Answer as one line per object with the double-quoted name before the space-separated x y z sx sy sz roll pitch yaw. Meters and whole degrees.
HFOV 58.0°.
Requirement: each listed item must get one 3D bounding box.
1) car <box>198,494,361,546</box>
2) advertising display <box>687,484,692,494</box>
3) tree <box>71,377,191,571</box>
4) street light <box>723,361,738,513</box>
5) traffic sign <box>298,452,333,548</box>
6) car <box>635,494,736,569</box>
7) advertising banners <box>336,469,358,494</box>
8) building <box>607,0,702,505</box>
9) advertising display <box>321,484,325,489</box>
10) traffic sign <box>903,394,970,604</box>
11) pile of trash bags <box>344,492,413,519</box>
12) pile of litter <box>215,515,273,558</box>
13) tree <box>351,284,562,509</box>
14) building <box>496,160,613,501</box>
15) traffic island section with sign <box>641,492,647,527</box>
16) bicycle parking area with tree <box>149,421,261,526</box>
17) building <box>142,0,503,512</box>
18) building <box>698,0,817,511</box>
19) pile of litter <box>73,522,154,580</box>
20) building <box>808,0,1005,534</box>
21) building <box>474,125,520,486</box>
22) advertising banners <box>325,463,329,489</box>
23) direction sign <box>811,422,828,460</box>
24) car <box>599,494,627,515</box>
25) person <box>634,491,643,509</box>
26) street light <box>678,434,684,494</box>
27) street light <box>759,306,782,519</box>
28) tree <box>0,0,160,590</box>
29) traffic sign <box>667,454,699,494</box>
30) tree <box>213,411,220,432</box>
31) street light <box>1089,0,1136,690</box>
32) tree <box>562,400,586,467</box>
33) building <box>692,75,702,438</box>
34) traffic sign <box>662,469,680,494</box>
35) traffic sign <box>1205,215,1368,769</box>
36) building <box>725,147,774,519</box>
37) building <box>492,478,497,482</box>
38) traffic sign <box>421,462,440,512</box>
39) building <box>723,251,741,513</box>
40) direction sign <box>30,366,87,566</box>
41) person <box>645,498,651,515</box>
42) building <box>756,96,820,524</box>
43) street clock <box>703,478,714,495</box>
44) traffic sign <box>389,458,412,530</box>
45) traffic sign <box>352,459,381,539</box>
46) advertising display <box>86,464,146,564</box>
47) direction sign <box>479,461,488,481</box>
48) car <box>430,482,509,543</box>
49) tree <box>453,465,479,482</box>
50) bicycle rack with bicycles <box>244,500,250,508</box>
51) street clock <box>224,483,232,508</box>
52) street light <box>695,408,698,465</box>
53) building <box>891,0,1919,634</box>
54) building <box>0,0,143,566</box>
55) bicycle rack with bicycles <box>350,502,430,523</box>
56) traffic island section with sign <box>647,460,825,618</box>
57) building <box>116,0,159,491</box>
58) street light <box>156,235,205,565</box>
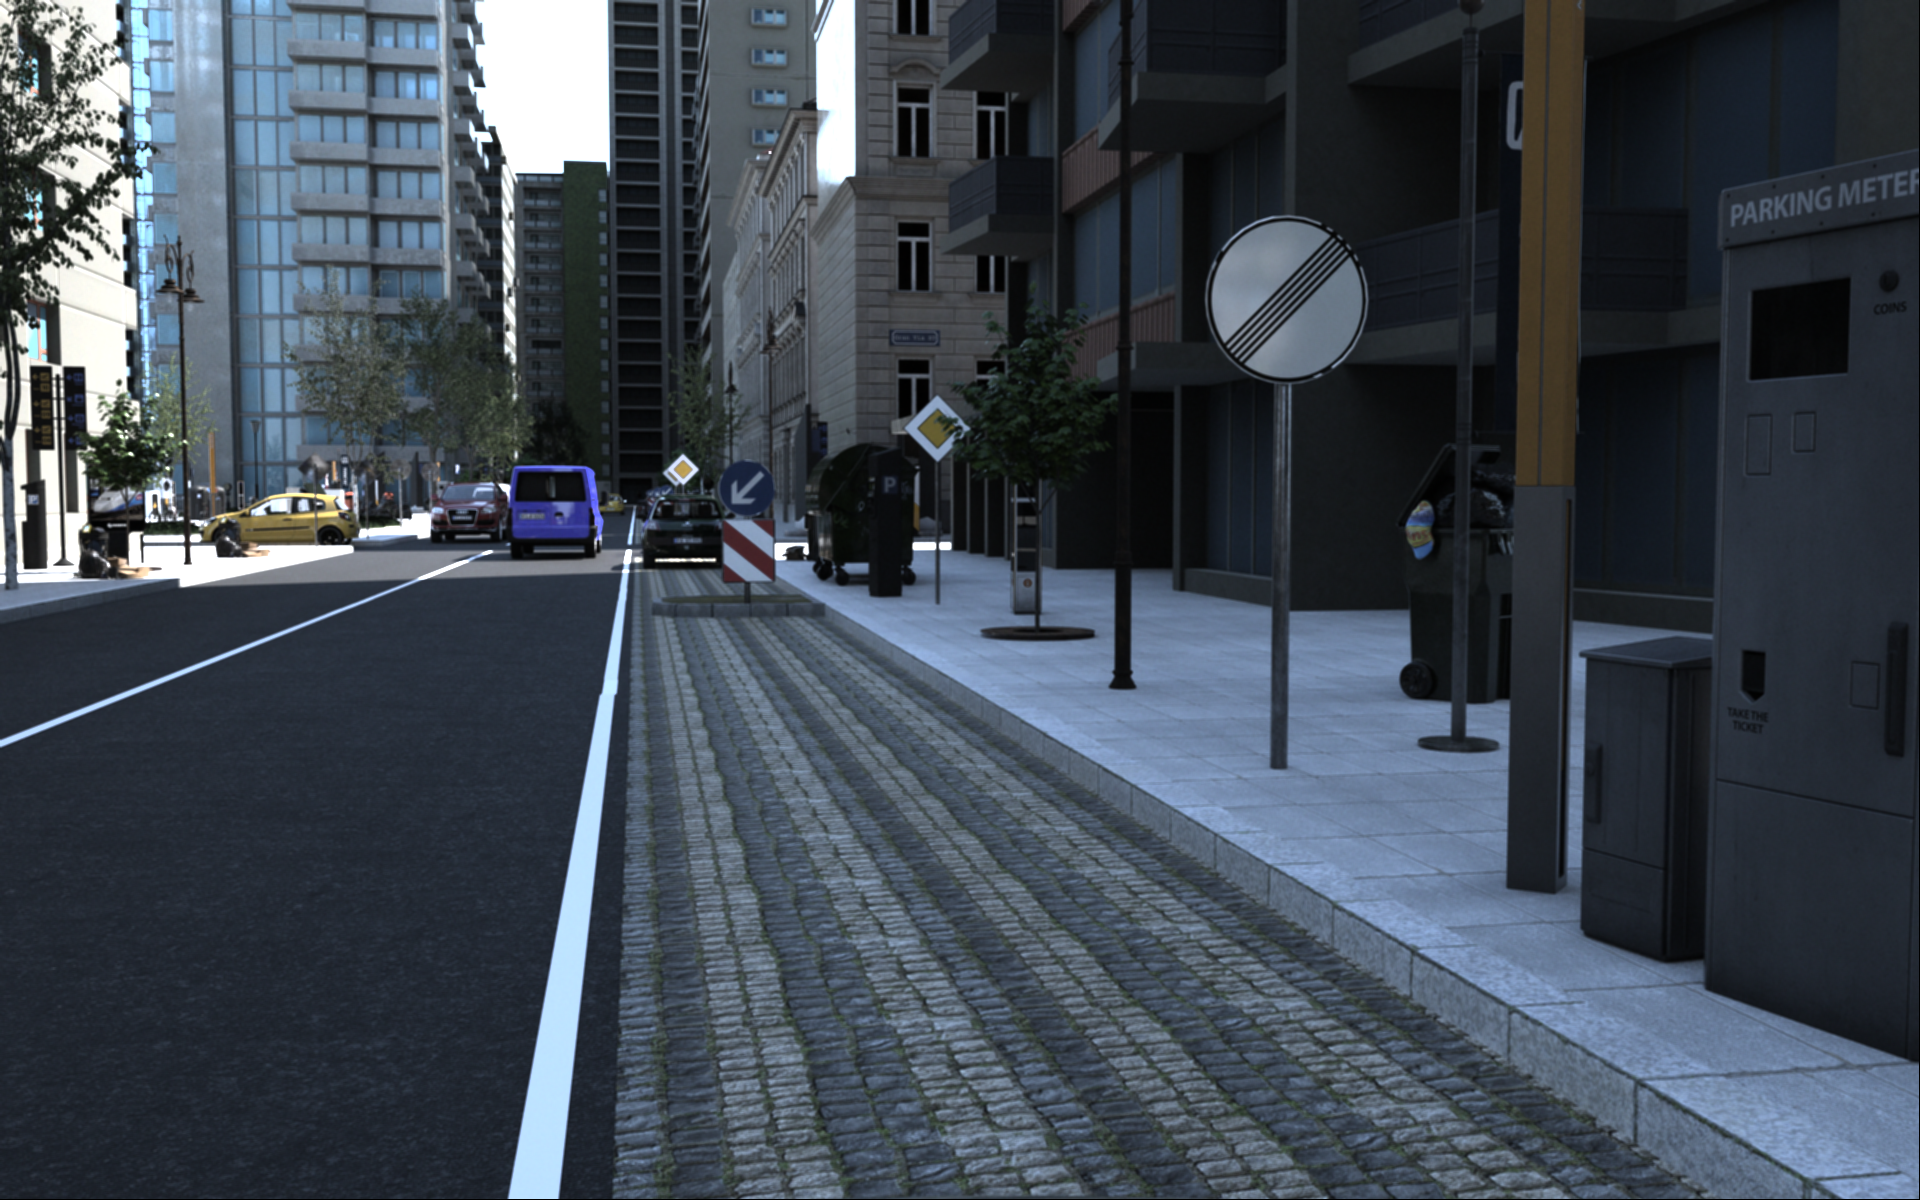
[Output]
"car" -17.982 -2.176 45.808 3.980 1.641 2.015 -1 4 -10
"advertising display" -15.698 -5.949 102.478 0.974 1.923 0.123 1 4 17
"tree" -14.010 -2.100 28.943 1.663 3.219 1.824 0 3 0
"street light" -7.952 -5.343 60.142 0.468 5.910 1.993 -1 4 -11
"traffic sign" -15.332 -2.298 41.219 0.795 2.450 0.064 -1 4 -11
"car" -5.466 -1.516 34.575 2.009 1.686 4.222 -1 4 -10
"advertising banners" -42.775 -7.598 120.413 2.074 3.025 0.090 1 4 19
"building" -33.699 -47.754 219.021 20.611 71.187 20.563 -1 4 -11
"advertising display" -41.411 -6.516 111.751 0.974 1.923 0.123 -3 4 -36
"traffic sign" -0.263 -1.156 20.085 0.795 2.450 0.064 0 4 -5
"pile of trash bags" -29.934 -4.826 88.655 1.912 1.369 3.447 3 5 43
"pile of litter" -14.655 -1.311 35.393 1.176 0.858 1.719 0 4 -4
"tree" -23.990 -8.777 77.918 8.767 10.594 7.601 3 4 36
"building" -50.261 -32.448 214.126 14.086 41.232 14.154 -1 4 -11
"traffic island section with sign" -13.015 -4.130 76.147 1.989 1.847 2.006 -1 4 -11
"bicycle parking area with tree" -30.163 -4.932 67.646 8.231 4.147 9.016 1 4 14
"building" -48.661 -31.481 134.326 23.786 49.044 30.456 -1 4 -11
"building" -10.495 -31.832 144.151 21.300 48.544 21.600 -1 4 -11
"pile of litter" -13.092 -0.780 26.720 1.176 0.858 1.719 -1 4 -17
"building" 7.546 -16.177 61.750 25.104 27.353 12.463 -1 4 -11
"building" -57.515 -29.608 175.976 23.993 40.220 32.217 -1 4 -11
"advertising banners" -35.772 -6.170 97.069 0.090 3.025 2.074 0 4 2
"direction sign" -4.548 -3.801 54.151 0.876 3.537 0.379 -2 4 -27
"car" -23.760 -6.598 118.093 2.015 1.641 3.980 -1 4 -9
"person" -31.899 -9.945 171.928 0.721 1.723 1.217 2 4 35
"street light" -19.936 -9.244 123.932 0.468 5.910 1.993 -1 4 -11
"street light" -4.671 -4.281 42.775 0.468 5.910 1.993 -1 4 -11
"tree" -12.972 -4.439 22.936 4.737 8.622 4.395 0 3 0
"traffic sign" -6.830 -2.394 42.779 0.795 2.450 0.064 -1 4 -11
"tree" -41.004 -8.549 90.142 4.737 8.622 4.395 0 3 0
"street light" 1.075 -2.354 11.273 0.468 5.910 1.993 -1 4 -11
"tree" -26.037 -9.696 92.945 8.767 10.594 7.601 3 5 42
"building" -16.764 -34.502 183.720 23.786 49.044 30.456 -1 4 -11
"traffic sign" -8.296 -2.874 50.629 0.795 2.450 0.064 -1 4 -11
"traffic sign" 1.492 -0.485 8.028 0.768 2.556 0.104 0 4 -7
"building" -6.974 -16.070 98.898 11.583 22.565 21.152 -1 4 -11
"building" -64.078 -26.909 211.659 14.107 30.474 14.160 -1 4 -11
"traffic sign" -21.278 -4.254 69.651 0.768 2.556 0.104 0 4 -1
"building" -10.418 -16.088 117.782 10.420 20.320 16.860 -1 4 -11
"direction sign" -15.977 -2.371 30.770 0.876 3.537 0.379 -1 4 -17
"person" -21.579 -6.479 119.935 0.738 1.151 1.012 0 4 4
"building" -3.201 -13.061 78.178 10.561 19.102 19.286 -1 4 -11
"street clock" -11.073 -4.383 76.225 0.471 2.002 0.358 -1 4 -11
"traffic sign" -20.016 -3.784 61.982 0.768 2.556 0.104 -1 4 -10
"traffic sign" -16.797 -2.778 49.069 0.795 2.450 0.064 -1 4 -11
"advertising display" -15.415 -1.617 31.655 0.974 1.923 0.123 -3 5 -41
"direction sign" -32.740 -7.769 119.022 0.876 3.537 0.379 3 4 38
"car" -14.905 -2.707 52.930 2.281 1.827 5.304 -1 4 -9
"tree" -34.001 -7.687 120.288 1.663 3.219 1.824 0 3 0
"bicycle rack with bicycles" -44.933 -5.998 111.449 2.852 0.926 2.925 2 4 32
"street clock" -49.389 -6.869 116.872 0.471 2.002 0.358 1 4 14
"street light" -14.022 -7.317 92.425 0.468 5.910 1.993 -1 4 -11
"building" 11.545 -22.806 27.510 22.147 44.769 28.867 -1 4 -11
"building" -30.363 -10.871 22.778 28.899 21.520 27.650 -1 4 -11
"bicycle rack with bicycles" -26.079 -3.973 78.341 2.925 0.926 2.852 1 4 12
"traffic island section with sign" -2.720 -0.752 20.918 1.989 1.847 2.006 -1 4 -11
"building" -85.352 -52.670 173.821 31.000 86.520 22.319 -1 4 -11
"street light" -13.953 -3.568 31.125 0.468 5.910 1.993 -1 4 -11
